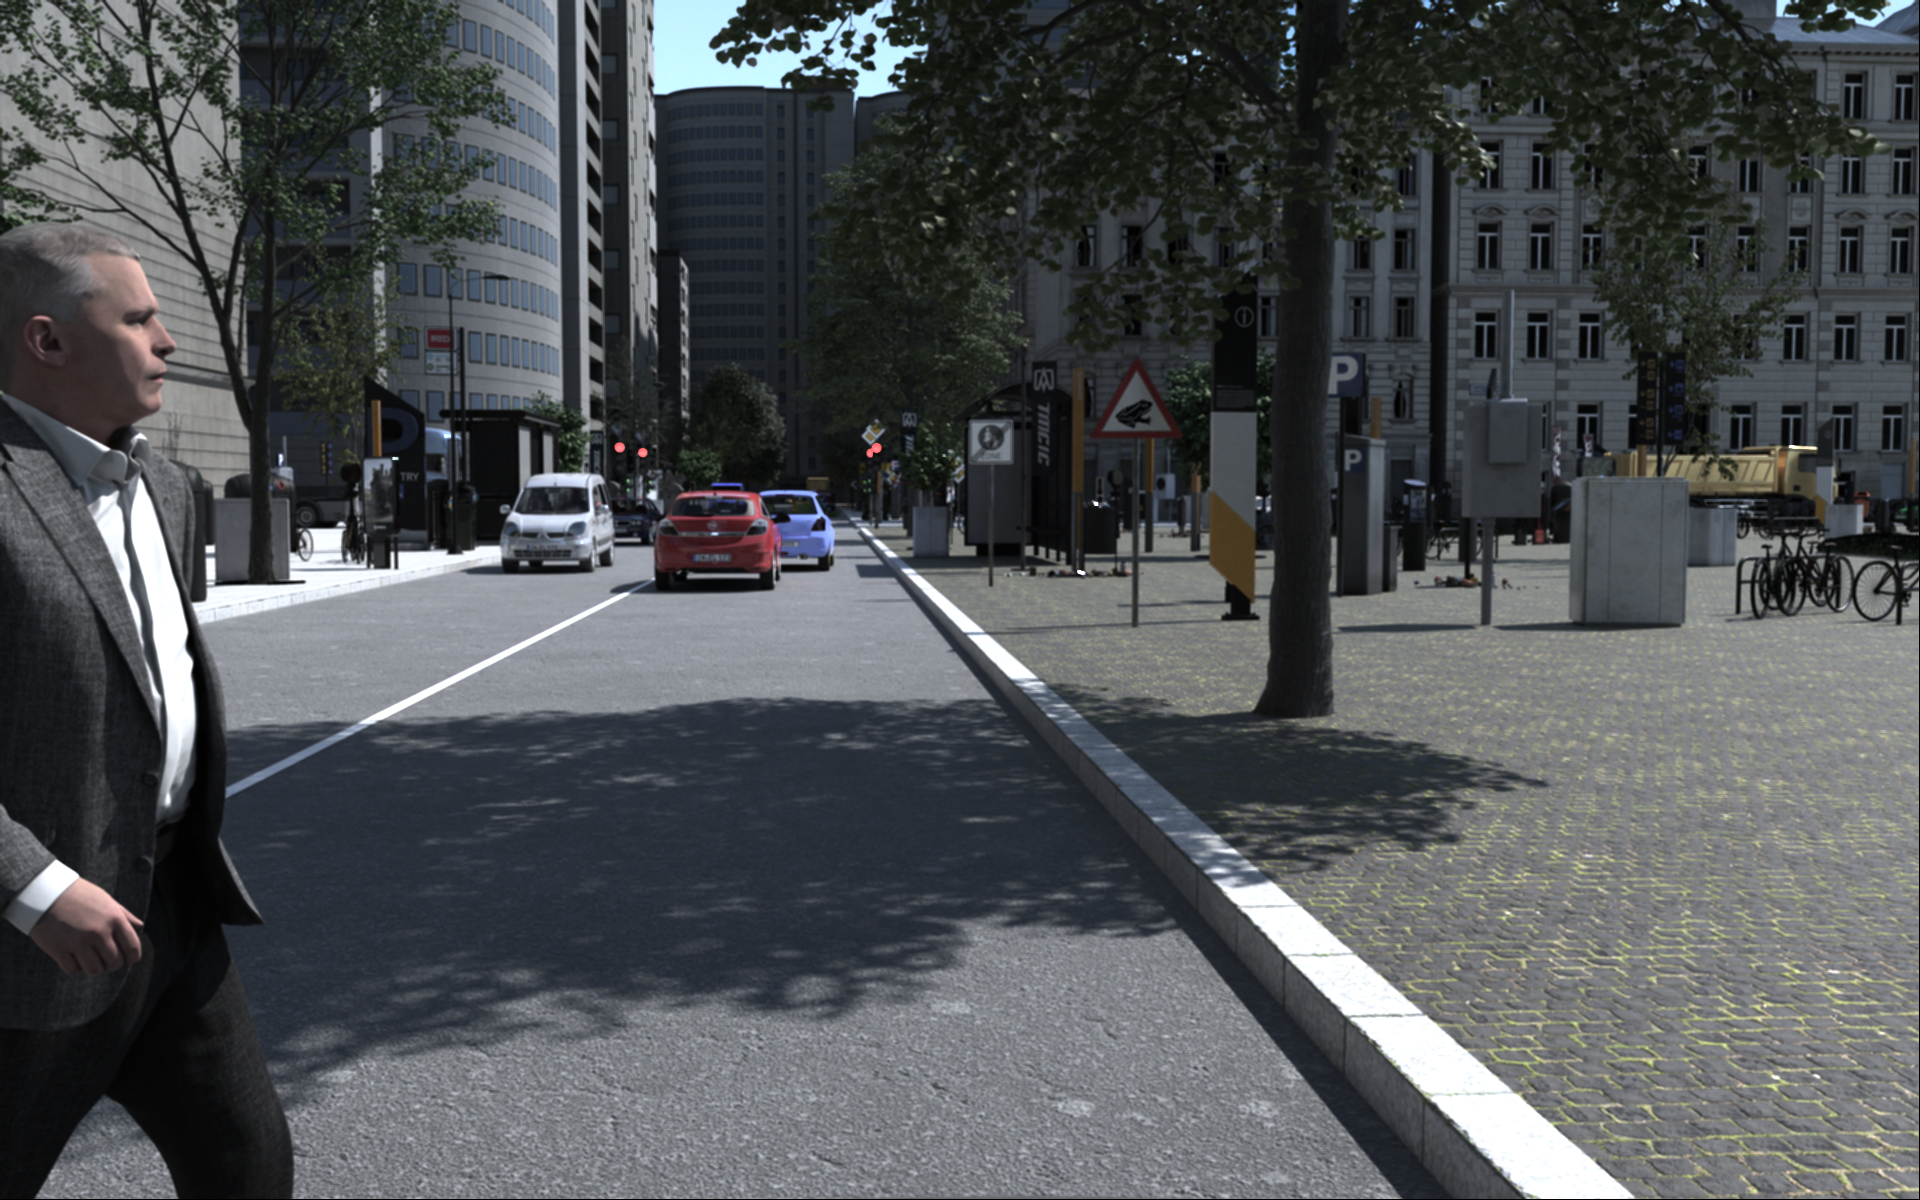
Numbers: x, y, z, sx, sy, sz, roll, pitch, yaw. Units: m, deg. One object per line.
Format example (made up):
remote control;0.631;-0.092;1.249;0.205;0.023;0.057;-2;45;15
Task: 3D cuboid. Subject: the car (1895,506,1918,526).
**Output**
car;41.484;-3.880;72.229;4.718;1.807;1.959;0;4;-4

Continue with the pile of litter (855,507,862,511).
pile of litter;-7.397;-7.285;133.078;1.176;0.858;1.719;-2;4;-27

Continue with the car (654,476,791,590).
car;-3.764;-1.118;27.327;2.155;1.783;4.494;0;4;-4

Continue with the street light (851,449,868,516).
street light;-5.888;-7.712;98.626;1.470;5.913;1.316;0;4;-4

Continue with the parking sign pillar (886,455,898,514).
parking sign pillar;-4.729;-7.642;113.412;1.447;3.967;1.447;-3;4;-36

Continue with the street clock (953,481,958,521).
street clock;-0.348;-4.787;82.837;0.471;2.002;0.358;-3;4;-37

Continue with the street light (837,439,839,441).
street light;-9.689;-10.672;147.020;1.470;5.913;1.316;0;4;-4

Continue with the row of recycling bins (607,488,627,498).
row of recycling bins;-16.056;-4.502;80.725;1.069;1.692;3.534;0;4;-8

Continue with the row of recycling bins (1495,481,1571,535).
row of recycling bins;18.717;-2.930;55.018;3.534;1.692;1.069;0;4;4

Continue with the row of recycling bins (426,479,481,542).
row of recycling bins;-13.916;-2.482;47.693;1.069;1.692;3.534;0;4;-3

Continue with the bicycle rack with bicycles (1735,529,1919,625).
bicycle rack with bicycles;9.303;-0.293;18.178;2.925;0.926;2.852;-2;4;-29

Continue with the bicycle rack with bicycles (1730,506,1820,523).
bicycle rack with bicycles;22.980;-2.213;49.561;2.925;0.926;2.852;-1;4;-20

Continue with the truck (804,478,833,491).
truck;-16.798;-12.786;204.968;3.469;3.379;9.791;0;4;-3

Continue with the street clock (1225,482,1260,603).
street clock;3.248;-0.973;20.487;0.471;2.002;0.358;0;4;2

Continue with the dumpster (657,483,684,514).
dumpster;-14.683;-5.025;87.909;1.264;1.857;1.865;0;4;-5

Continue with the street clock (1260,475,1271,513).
street clock;8.159;-2.562;46.462;0.358;2.002;0.471;3;5;42

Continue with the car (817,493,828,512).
car;-11.600;-7.940;139.416;1.945;1.707;3.694;0;4;-4

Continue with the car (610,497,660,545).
car;-9.605;-2.280;49.858;1.945;1.354;3.894;0;4;-2

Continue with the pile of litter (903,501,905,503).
pile of litter;-4.005;-7.093;129.927;1.176;0.858;1.719;-1;4;-21

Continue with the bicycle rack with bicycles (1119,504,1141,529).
bicycle rack with bicycles;5.162;-3.069;63.556;2.925;0.926;2.852;-3;5;-45

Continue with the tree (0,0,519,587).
tree;-10.008;-6.017;24.132;9.928;11.665;9.643;0;3;0

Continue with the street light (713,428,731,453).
street light;-16.708;-9.092;121.201;1.470;5.913;1.316;0;4;-4

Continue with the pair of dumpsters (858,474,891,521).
pair of dumpsters;-4.185;-5.048;85.034;1.574;2.255;4.437;0;4;-4

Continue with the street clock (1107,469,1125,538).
street clock;4.502;-2.785;50.112;0.471;2.002;0.358;-2;4;-31

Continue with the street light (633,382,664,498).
street light;-13.003;-6.093;72.166;1.470;5.913;1.316;0;4;-4

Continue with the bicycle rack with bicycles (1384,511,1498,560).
bicycle rack with bicycles;9.261;-1.305;34.718;2.925;0.926;2.852;-2;4;-34

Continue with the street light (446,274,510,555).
street light;-10.193;-3.923;36.676;1.470;5.913;1.316;0;4;-4

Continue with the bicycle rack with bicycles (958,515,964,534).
bicycle rack with bicycles;1.555;-2.547;55.029;2.852;0.926;2.925;-2;4;-24

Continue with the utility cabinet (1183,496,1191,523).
utility cabinet;10.065;-3.965;75.991;0.306;1.237;1.020;2;4;25

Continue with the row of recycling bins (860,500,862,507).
row of recycling bins;-6.860;-7.946;137.027;1.069;1.692;3.534;2;4;27

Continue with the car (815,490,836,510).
car;-12.260;-9.002;155.851;2.281;1.827;5.304;0;4;-5

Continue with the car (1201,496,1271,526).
car;12.047;-3.502;69.611;4.827;1.381;2.083;0;4;-5

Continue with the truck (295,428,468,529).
truck;-27.755;-4.668;66.074;18.799;4.110;2.967;0;4;-3

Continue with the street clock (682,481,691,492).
street clock;-14.718;-5.428;93.324;0.358;2.002;0.471;2;4;30

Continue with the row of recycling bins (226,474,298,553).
row of recycling bins;-14.829;-1.809;36.693;1.069;1.692;3.534;-1;4;-10

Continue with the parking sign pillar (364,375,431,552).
parking sign pillar;-12.738;-3.095;39.081;1.447;3.967;1.447;-1;4;-14

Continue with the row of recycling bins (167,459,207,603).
row of recycling bins;-9.516;-0.742;19.243;1.069;1.692;3.534;0;4;2

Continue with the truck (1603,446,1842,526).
truck;31.375;-4.563;70.529;9.791;3.379;3.469;0;4;-6

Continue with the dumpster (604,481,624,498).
dumpster;-15.496;-4.308;76.187;1.264;1.857;1.865;0;4;-4

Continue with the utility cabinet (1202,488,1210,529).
utility cabinet;9.293;-3.277;62.263;1.173;1.500;0.318;0;4;6

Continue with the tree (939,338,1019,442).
tree;0.972;-7.863;78.915;4.360;8.622;3.978;0;3;0

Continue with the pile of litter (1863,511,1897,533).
pile of litter;27.720;-2.362;52.589;1.719;0.858;1.176;-2;4;-23

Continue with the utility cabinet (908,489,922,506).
utility cabinet;-2.138;-4.554;83.138;0.318;1.500;1.173;-1;4;-22

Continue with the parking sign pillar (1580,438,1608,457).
parking sign pillar;28.261;-5.429;77.230;1.447;3.967;1.447;-3;4;-36

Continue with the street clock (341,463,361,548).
street clock;-14.323;-2.215;40.783;0.358;2.002;0.471;1;4;18

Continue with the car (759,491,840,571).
car;-3.311;-1.463;33.518;1.945;1.707;3.694;0;4;-3

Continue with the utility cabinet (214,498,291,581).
utility cabinet;-10.546;-0.897;25.823;1.020;1.237;0.306;-1;4;-17
